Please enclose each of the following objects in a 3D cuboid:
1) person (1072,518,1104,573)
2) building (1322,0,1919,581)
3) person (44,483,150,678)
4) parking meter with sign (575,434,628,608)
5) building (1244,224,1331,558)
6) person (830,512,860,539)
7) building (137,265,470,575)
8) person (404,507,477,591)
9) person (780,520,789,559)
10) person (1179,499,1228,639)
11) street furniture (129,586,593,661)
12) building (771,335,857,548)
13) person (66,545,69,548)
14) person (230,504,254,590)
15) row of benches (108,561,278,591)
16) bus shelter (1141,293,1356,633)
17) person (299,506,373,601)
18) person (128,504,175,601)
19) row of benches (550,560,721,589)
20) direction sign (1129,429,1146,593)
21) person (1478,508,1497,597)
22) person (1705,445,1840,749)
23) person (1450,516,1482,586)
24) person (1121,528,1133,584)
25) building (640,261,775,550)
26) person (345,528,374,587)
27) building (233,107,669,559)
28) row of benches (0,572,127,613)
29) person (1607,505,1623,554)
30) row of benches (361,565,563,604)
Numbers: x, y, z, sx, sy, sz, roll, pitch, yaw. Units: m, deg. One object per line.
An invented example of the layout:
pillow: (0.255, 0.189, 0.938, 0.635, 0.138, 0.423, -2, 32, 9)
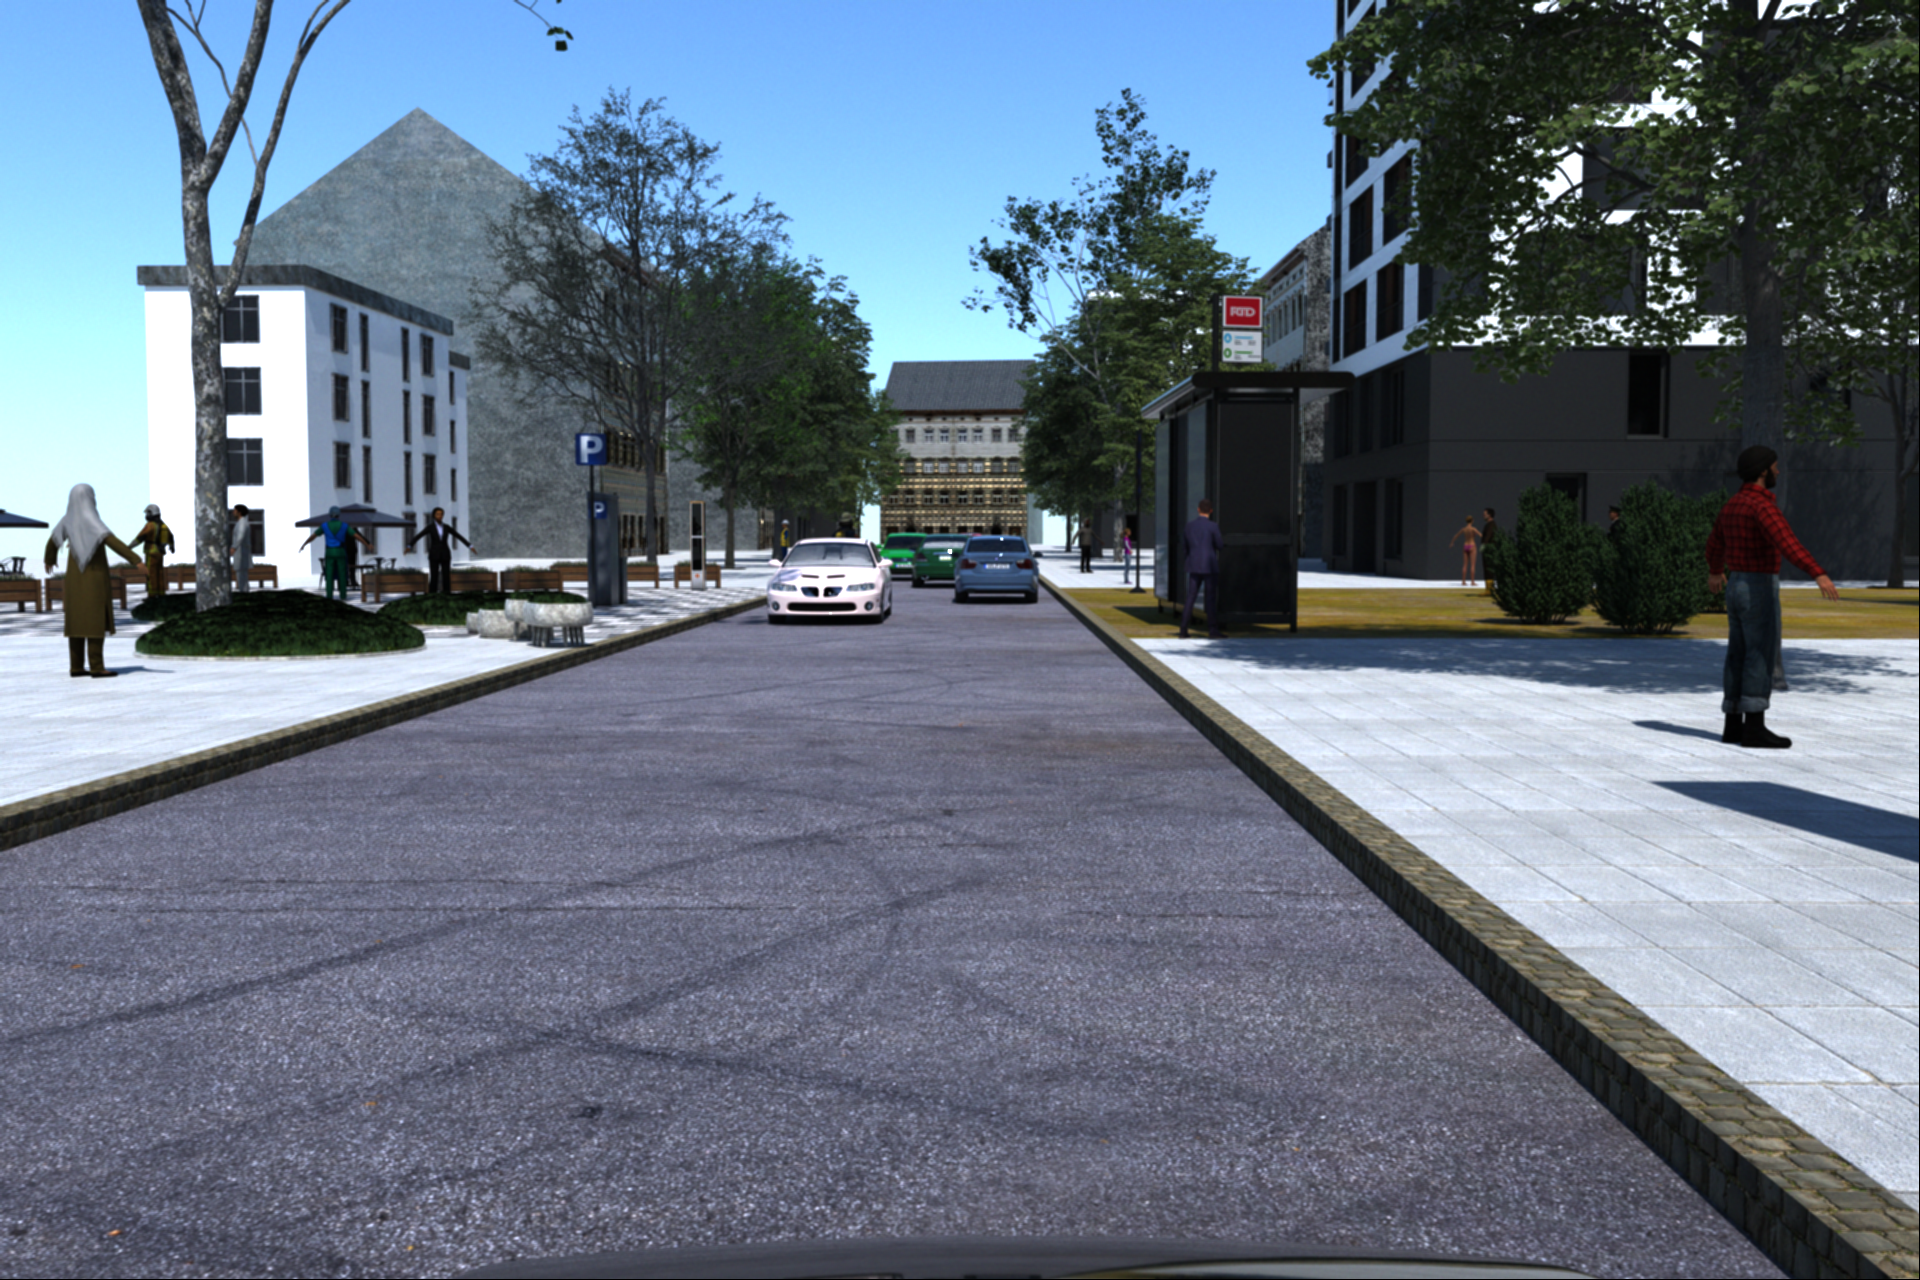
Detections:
person: (4.189, -3.130, 57.299, 1.348, 1.813, 0.705, -2, 4, -35)
building: (26.995, -13.395, 62.977, 27.936, 21.610, 32.646, 0, 4, 1)
person: (-7.790, -0.539, 15.587, 1.217, 1.736, 0.721, 1, 4, 22)
parking meter with sign: (-6.351, -2.120, 30.928, 0.543, 3.016, 1.738, 0, 4, 3)
building: (27.443, -16.437, 99.680, 19.493, 23.208, 18.063, 0, 4, 1)
person: (-2.203, -1.569, 33.889, 1.354, 1.856, 0.705, 2, 4, 35)
building: (-24.440, -7.716, 68.299, 9.099, 9.664, 28.070, 0, 4, 2)
person: (-8.897, -1.403, 29.665, 1.216, 1.740, 0.721, -2, 4, -28)
person: (-6.166, -3.292, 60.282, 0.721, 1.772, 1.216, -1, 4, -9)
person: (2.983, -0.871, 21.212, 0.530, 1.710, 0.541, -3, 5, -42)
street furniture: (-7.933, -0.423, 22.540, 5.734, 0.657, 10.072, -1, 4, -22)
building: (-25.671, -20.344, 176.593, 27.936, 21.610, 32.646, 0, 4, 1)
person: (-23.905, -2.542, 47.700, 0.704, 1.843, 1.345, 2, 4, 33)
person: (-12.684, -1.488, 30.517, 0.705, 1.806, 1.347, -1, 4, -16)
row of benches: (-17.598, -1.475, 39.574, 1.422, 0.672, 4.104, 2, 4, 34)
bus shelter: (4.032, -2.996, 26.624, 2.179, 5.291, 8.768, 0, 4, 0)
person: (-12.005, -1.662, 33.304, 1.347, 1.817, 0.704, -1, 4, -17)
person: (-15.333, -1.660, 32.915, 0.705, 1.858, 1.354, 1, 4, 13)
row of benches: (-7.727, -1.550, 40.798, 4.104, 0.672, 1.422, -1, 4, -12)
direction sign: (3.880, -2.795, 37.700, 0.379, 3.537, 0.876, 0, 4, -1)
person: (10.818, -1.798, 35.543, 0.704, 1.812, 1.346, 1, 4, 21)
person: (4.840, -0.269, 10.499, 0.704, 1.816, 1.345, 0, 4, -4)
person: (12.734, -2.224, 43.160, 0.721, 1.733, 1.217, -3, 5, -44)
person: (4.380, -2.165, 44.665, 0.599, 1.433, 0.991, 0, 4, 3)
building: (-25.171, -19.232, 145.379, 19.493, 23.208, 18.063, 0, 3, 0)
person: (-14.700, -2.177, 41.780, 0.705, 1.806, 1.347, 2, 4, 24)
building: (-27.663, -16.377, 98.693, 19.493, 23.208, 18.063, 0, 4, 1)
row of benches: (-15.480, -0.770, 28.047, 1.422, 0.672, 4.104, 2, 4, 35)
person: (12.718, -1.699, 33.722, 0.705, 1.837, 1.347, 1, 4, 20)
row of benches: (-9.646, -1.103, 33.490, 4.104, 0.672, 1.422, -3, 5, -43)
